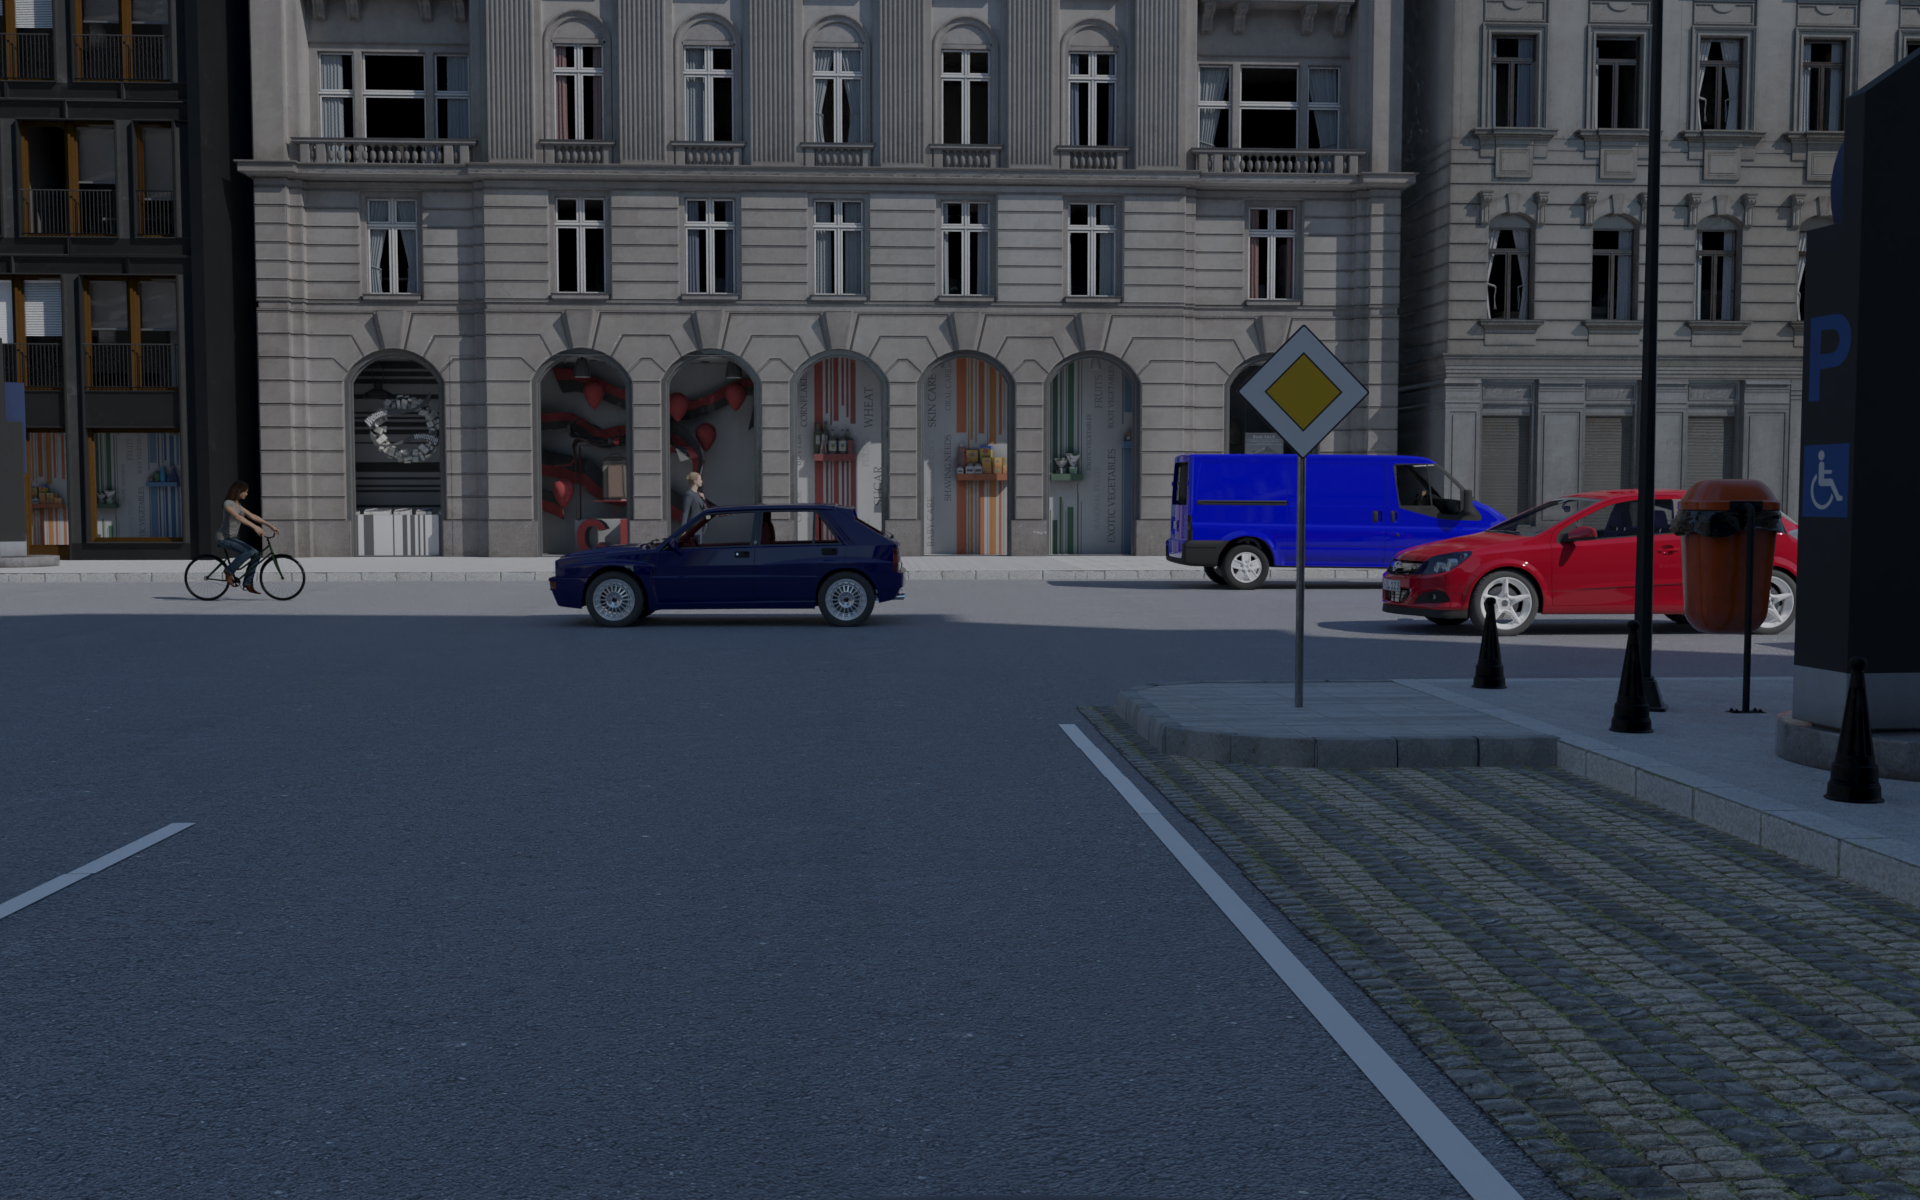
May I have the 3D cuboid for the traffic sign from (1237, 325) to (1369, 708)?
[{"bbox_3d":[2.038,-0.411,10.364,0.795,2.450,0.064,0,4,-3],"label":"traffic sign"}]

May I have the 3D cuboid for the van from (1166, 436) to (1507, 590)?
[{"bbox_3d":[5.873,-1.364,26.688,5.245,2.365,2.240,0,4,-1],"label":"van"}]

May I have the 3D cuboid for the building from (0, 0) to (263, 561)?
[{"bbox_3d":[-22.732,-12.770,38.473,15.834,23.373,12.332,0,4,-3],"label":"building"}]

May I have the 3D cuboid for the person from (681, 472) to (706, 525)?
[{"bbox_3d":[-4.204,-1.108,27.030,0.534,1.772,0.576,-1,4,-13],"label":"person"}]

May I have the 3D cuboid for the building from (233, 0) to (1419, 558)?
[{"bbox_3d":[-2.797,-12.156,40.549,24.055,21.916,13.314,0,4,-3],"label":"building"}]

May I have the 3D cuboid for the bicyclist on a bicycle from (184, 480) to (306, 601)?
[{"bbox_3d":[-9.576,-0.804,23.174,1.625,1.676,1.499,0,4,-2],"label":"bicyclist on a bicycle"}]

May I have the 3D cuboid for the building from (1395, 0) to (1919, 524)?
[{"bbox_3d":[18.443,-11.663,39.836,18.267,20.994,9.793,0,4,-3],"label":"building"}]

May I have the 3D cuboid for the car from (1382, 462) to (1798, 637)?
[{"bbox_3d":[6.712,-0.568,18.321,4.494,1.783,2.155,0,4,-4],"label":"car"}]

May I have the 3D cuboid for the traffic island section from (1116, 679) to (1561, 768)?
[{"bbox_3d":[2.061,0.724,10.443,2.009,0.180,2.903,0,4,-3],"label":"traffic island section"}]

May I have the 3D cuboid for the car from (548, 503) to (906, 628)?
[{"bbox_3d":[-2.546,-0.417,19.403,3.894,1.354,1.945,0,4,-2],"label":"car"}]

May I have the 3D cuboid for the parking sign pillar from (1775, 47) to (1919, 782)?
[{"bbox_3d":[4.696,-1.205,8.167,1.447,3.967,1.447,0,4,-7],"label":"parking sign pillar"}]

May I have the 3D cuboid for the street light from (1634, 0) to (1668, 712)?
[{"bbox_3d":[3.532,-2.300,10.150,1.470,5.913,1.316,0,4,-3],"label":"street light"}]

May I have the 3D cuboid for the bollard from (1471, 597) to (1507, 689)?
[{"bbox_3d":[3.513,0.279,11.476,0.229,0.601,0.229,0,3,0],"label":"bollard"}]

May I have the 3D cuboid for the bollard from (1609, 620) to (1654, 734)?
[{"bbox_3d":[3.635,0.409,9.362,0.229,0.601,0.229,0,3,0],"label":"bollard"}]

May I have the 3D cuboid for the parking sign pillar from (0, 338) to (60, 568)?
[{"bbox_3d":[-16.779,-2.577,30.603,1.447,3.967,1.447,-2,4,-28],"label":"parking sign pillar"}]

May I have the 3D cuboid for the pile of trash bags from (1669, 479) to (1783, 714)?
[{"bbox_3d":[6.006,-0.044,10.465,3.447,1.369,1.912,0,4,-4],"label":"pile of trash bags"}]

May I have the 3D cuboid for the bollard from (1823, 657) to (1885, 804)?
[{"bbox_3d":[3.756,0.537,7.261,0.229,0.601,0.229,0,3,0],"label":"bollard"}]
